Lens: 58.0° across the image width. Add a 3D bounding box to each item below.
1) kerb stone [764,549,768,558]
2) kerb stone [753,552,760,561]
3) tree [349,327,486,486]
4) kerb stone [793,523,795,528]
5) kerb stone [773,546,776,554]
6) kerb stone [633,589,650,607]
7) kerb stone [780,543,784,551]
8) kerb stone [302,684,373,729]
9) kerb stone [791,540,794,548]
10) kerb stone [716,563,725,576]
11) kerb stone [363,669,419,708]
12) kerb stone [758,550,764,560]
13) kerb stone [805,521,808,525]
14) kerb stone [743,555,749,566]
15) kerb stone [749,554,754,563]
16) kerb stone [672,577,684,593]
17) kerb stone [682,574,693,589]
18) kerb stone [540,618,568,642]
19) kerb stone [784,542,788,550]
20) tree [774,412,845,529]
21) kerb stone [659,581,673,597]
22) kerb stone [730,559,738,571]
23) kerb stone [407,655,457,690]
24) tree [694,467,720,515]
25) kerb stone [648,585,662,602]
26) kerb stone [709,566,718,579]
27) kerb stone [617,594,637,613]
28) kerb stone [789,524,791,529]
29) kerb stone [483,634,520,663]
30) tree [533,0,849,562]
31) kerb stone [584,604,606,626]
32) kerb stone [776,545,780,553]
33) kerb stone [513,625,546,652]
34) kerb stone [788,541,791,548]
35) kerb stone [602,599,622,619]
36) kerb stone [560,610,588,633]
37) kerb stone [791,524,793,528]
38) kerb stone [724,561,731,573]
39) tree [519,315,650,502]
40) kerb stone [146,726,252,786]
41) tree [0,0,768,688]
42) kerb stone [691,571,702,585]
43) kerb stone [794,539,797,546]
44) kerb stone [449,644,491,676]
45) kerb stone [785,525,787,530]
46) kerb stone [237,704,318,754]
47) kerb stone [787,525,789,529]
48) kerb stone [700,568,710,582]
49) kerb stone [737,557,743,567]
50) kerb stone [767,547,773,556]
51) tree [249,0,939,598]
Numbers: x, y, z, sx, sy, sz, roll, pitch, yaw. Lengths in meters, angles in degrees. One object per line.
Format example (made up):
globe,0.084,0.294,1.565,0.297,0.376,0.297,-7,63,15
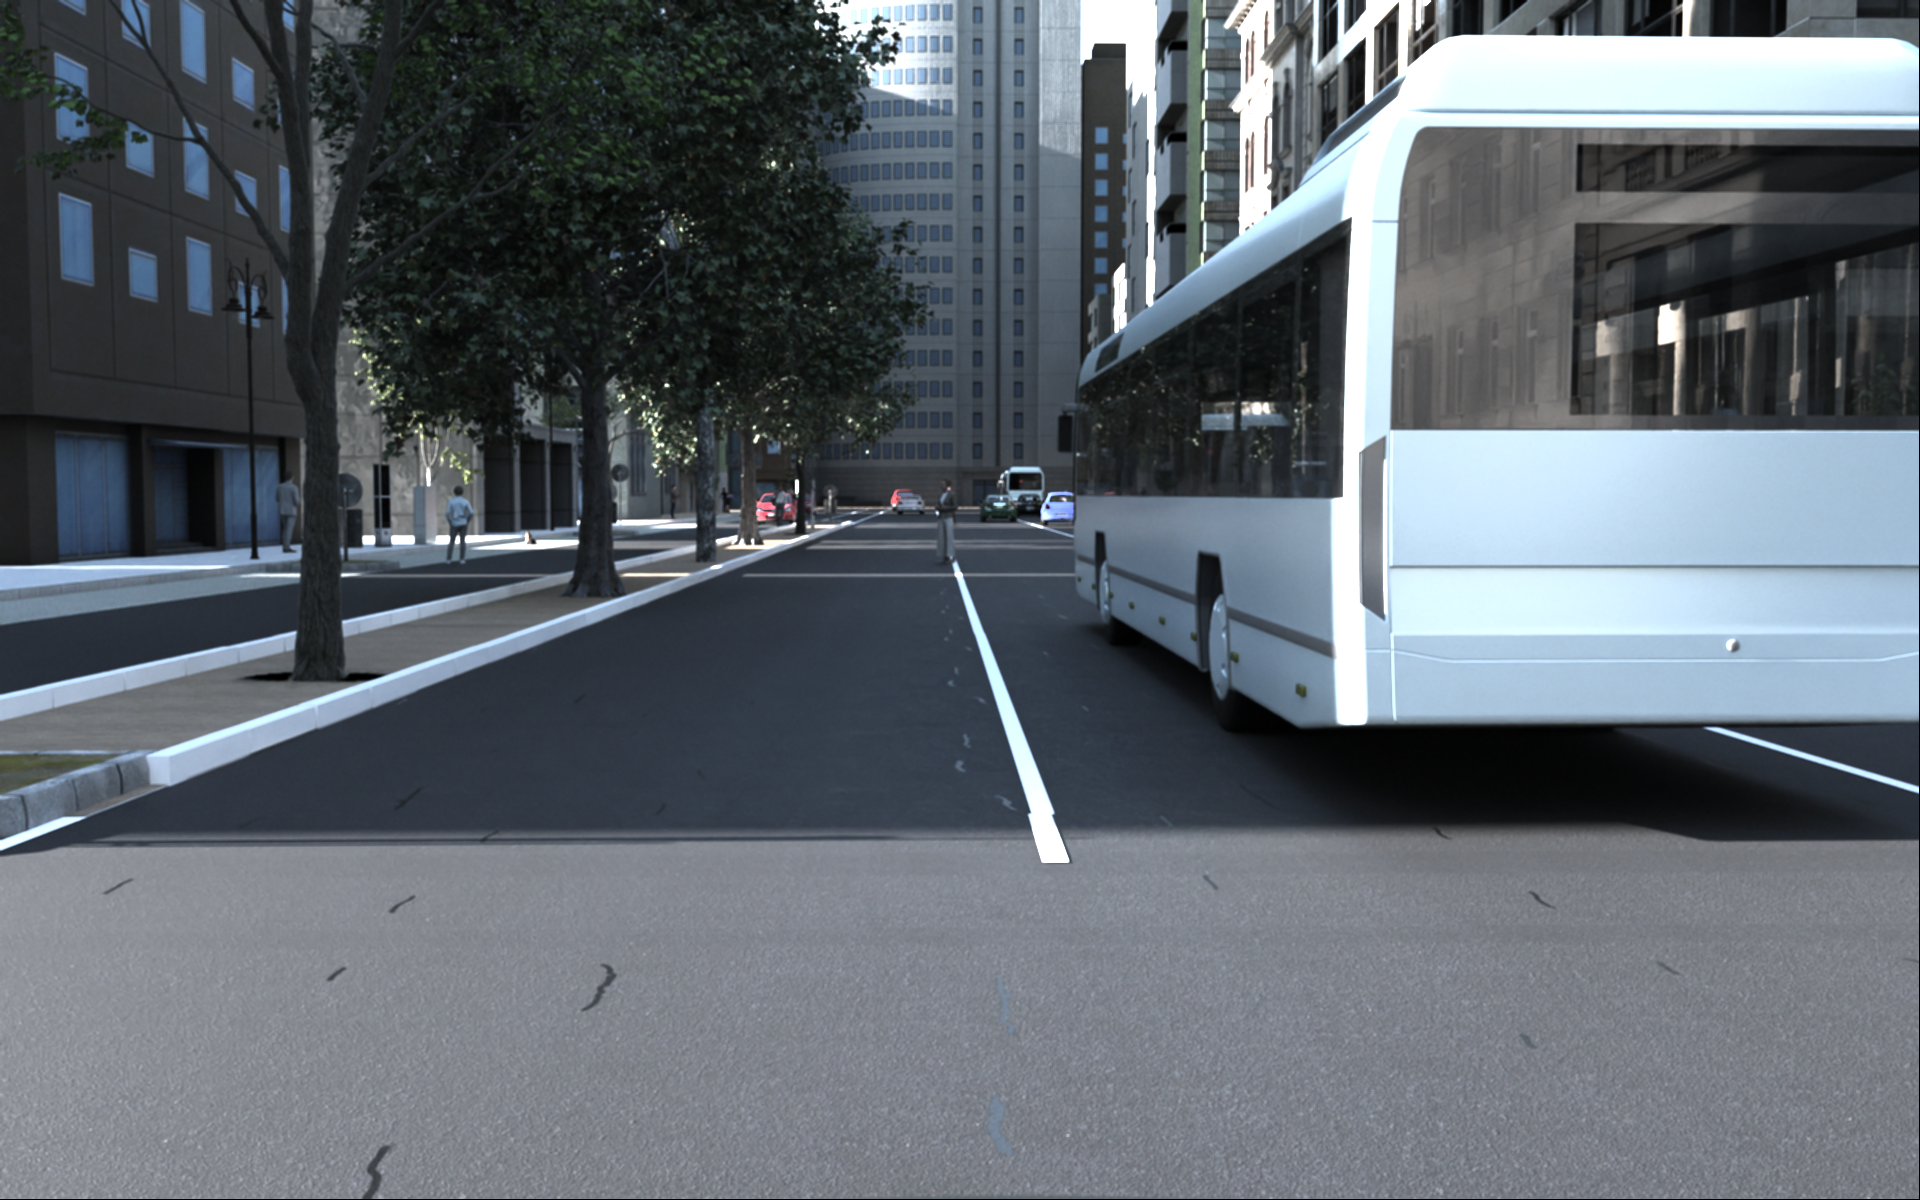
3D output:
kerb stone,-4.443,-1.009,38.686,0.120,0.150,1.000,0,4,-1
kerb stone,-4.403,-0.879,36.636,0.120,0.150,1.000,0,4,-1
tree,-15.294,-6.082,49.805,4.737,8.622,4.395,0,3,0
kerb stone,-7.104,-3.079,72.539,0.120,0.150,1.000,0,4,-1
kerb stone,-4.484,-1.135,40.757,0.120,0.150,1.000,0,4,-1
kerb stone,-4.163,-0.006,22.289,0.120,0.150,1.000,0,4,-1
kerb stone,-4.510,-1.261,42.812,0.120,0.150,1.000,0,4,-1
kerb stone,-3.973,0.683,11.026,0.120,0.150,1.000,0,4,-1
kerb stone,-4.564,-1.449,45.881,0.120,0.150,1.000,0,4,-1
kerb stone,-4.298,-0.504,30.475,0.120,0.150,1.000,0,4,-1
kerb stone,-3.990,0.620,12.054,0.120,0.150,1.000,0,4,-1
kerb stone,-4.417,-0.943,37.658,0.120,0.150,1.000,0,4,-1
kerb stone,-7.264,-3.643,81.775,0.120,0.150,1.000,0,4,-1
kerb stone,-4.376,-0.757,34.576,0.120,0.150,1.000,0,4,-1
kerb stone,-4.390,-0.818,35.610,0.120,0.150,1.000,0,4,-1
kerb stone,-4.212,-0.193,25.355,0.120,0.150,1.000,0,4,-1
kerb stone,-4.238,-0.256,26.377,0.120,0.150,1.000,0,4,-1
kerb stone,-4.078,0.310,17.168,0.120,0.150,1.000,0,4,-1
kerb stone,-4.526,-1.323,43.834,0.120,0.150,1.000,0,4,-1
tree,-6.058,-7.226,70.963,4.360,8.622,3.978,0,3,0
kerb stone,-4.200,-0.131,24.333,0.120,0.150,1.000,0,4,-1
kerb stone,-4.337,-0.631,32.519,0.120,0.150,1.000,0,4,-1
kerb stone,-4.013,0.558,13.076,0.120,0.150,1.000,0,4,-1
tree,-15.576,-6.861,106.784,1.663,3.219,1.824,0,3,0
kerb stone,-4.184,-0.063,23.311,0.120,0.150,1.000,0,4,-1
kerb stone,-4.283,-0.444,29.453,0.120,0.150,1.000,0,4,-1
kerb stone,-4.148,0.057,21.267,0.120,0.150,1.000,0,4,-1
kerb stone,-7.077,-2.953,70.478,0.120,0.150,1.000,0,4,-1
kerb stone,-4.043,0.436,15.122,0.120,0.150,1.000,0,4,-1
tree,-6.556,-10.902,36.593,12.611,20.169,13.585,0,3,0
kerb stone,-4.112,0.182,19.223,0.120,0.150,1.000,0,4,-1
kerb stone,-4.498,-1.197,41.790,0.120,0.150,1.000,0,4,-1
kerb stone,-4.058,0.370,16.144,0.120,0.150,1.000,0,4,-1
kerb stone,-4.544,-1.386,44.858,0.120,0.150,1.000,0,4,-1
kerb stone,-4.132,0.119,20.245,0.120,0.150,1.000,0,4,-1
kerb stone,-4.097,0.245,18.196,0.120,0.150,1.000,0,4,-1
kerb stone,-7.090,-3.016,71.510,0.120,0.150,1.000,0,4,-1
kerb stone,-4.321,-0.569,31.497,0.120,0.150,1.000,0,4,-1
tree,-16.026,-8.809,78.435,7.601,10.594,8.767,1,4,18
kerb stone,-3.940,0.808,8.981,0.120,0.150,1.000,0,4,-1
tree,-4.814,-5.176,12.845,9.928,11.665,9.643,0,3,0
kerb stone,-4.253,-0.318,27.403,0.120,0.150,1.000,0,4,-1
kerb stone,-4.580,-1.509,46.918,0.120,0.150,1.000,0,4,-1
kerb stone,-4.029,0.495,14.098,0.120,0.150,1.000,0,4,-1
kerb stone,-7.046,-2.827,68.424,0.120,0.150,1.000,0,4,-1
kerb stone,-3.964,0.749,10.003,0.120,0.150,1.000,0,4,-1
kerb stone,-7.050,-2.890,69.446,0.120,0.150,1.000,0,4,-1
kerb stone,-4.267,-0.380,28.431,0.120,0.150,1.000,0,4,-1
kerb stone,-4.358,-0.694,33.548,0.120,0.150,1.000,0,4,-1
kerb stone,-4.460,-1.072,39.728,0.120,0.150,1.000,0,4,-1
tree,-5.108,-6.397,24.050,9.611,12.733,9.660,0,3,0
